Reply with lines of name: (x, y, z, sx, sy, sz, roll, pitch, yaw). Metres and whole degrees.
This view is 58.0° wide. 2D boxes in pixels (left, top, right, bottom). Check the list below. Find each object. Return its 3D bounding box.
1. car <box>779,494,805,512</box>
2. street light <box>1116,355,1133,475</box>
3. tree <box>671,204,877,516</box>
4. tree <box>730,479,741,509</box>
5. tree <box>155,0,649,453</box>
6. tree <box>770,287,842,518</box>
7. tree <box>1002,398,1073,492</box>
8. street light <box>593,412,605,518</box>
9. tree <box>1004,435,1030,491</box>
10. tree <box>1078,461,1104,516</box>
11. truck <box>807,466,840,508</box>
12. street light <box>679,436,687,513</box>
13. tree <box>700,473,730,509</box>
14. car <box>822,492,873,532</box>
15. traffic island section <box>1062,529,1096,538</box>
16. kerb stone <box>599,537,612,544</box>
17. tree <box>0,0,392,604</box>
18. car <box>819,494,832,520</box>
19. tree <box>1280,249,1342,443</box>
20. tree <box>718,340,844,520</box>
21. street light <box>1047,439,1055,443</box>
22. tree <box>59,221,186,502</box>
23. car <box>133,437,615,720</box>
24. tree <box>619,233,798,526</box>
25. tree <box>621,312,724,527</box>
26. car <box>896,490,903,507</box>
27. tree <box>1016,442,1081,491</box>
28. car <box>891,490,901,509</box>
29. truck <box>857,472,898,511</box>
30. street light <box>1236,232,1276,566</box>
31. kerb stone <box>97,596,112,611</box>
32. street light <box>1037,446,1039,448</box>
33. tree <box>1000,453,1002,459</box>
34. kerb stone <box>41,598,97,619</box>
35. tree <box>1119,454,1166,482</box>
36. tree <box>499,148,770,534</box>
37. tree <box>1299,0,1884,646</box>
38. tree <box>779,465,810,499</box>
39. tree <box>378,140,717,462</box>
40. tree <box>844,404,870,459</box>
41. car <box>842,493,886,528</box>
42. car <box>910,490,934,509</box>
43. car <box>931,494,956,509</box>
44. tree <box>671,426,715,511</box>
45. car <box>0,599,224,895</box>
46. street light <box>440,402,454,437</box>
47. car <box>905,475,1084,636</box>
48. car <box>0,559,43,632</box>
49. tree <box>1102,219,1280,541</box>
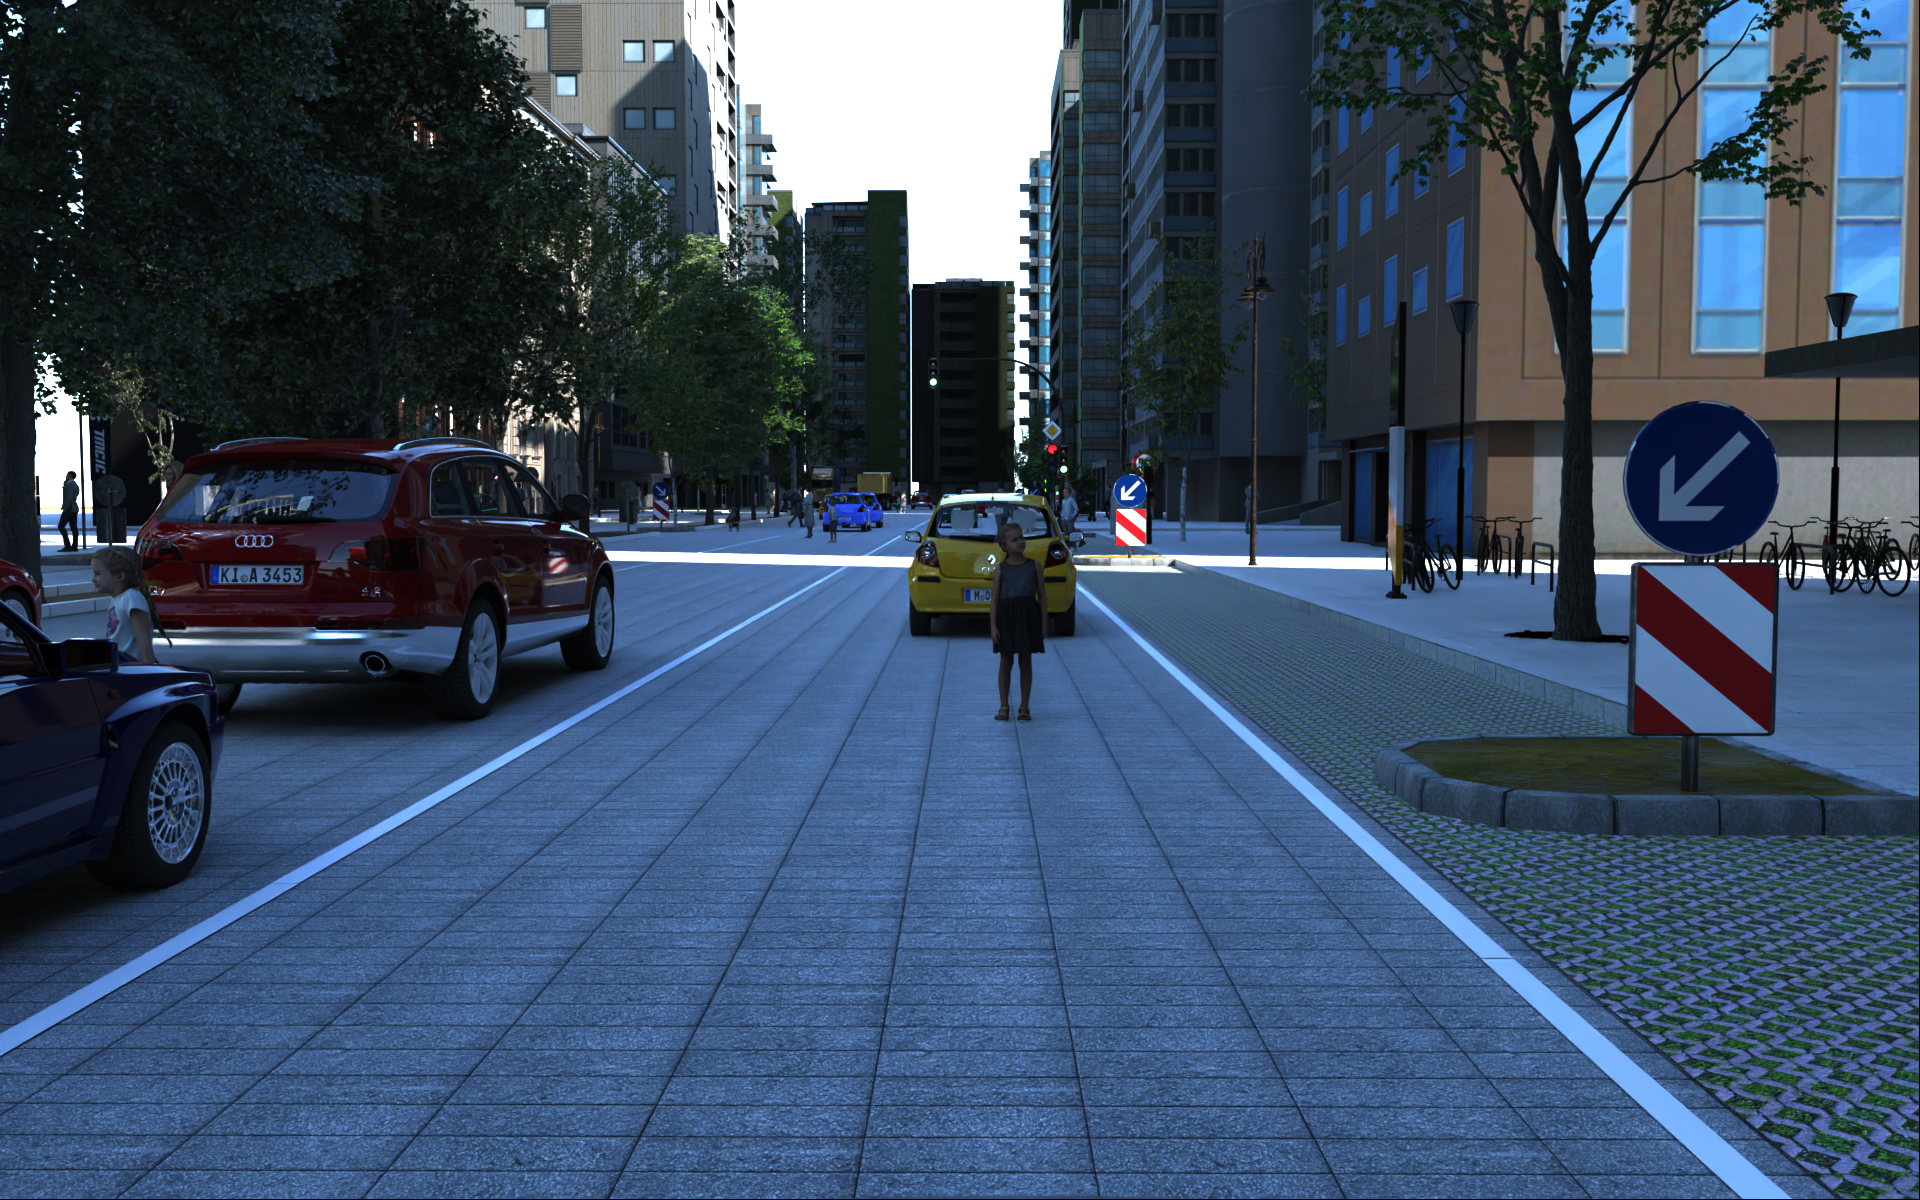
car: (-13.296, -7.660, 137.244, 2.014, 1.417, 4.499, 0, 4, -1)
street light: (5.445, -5.189, 57.626, 0.468, 5.910, 1.993, 0, 4, 0)
tree: (-12.074, -15.602, 113.436, 12.611, 20.169, 13.585, 0, 3, 0)
tree: (-19.724, -9.373, 147.851, 1.663, 3.219, 1.824, 0, 3, 0)
tree: (-11.087, -6.925, 32.692, 9.611, 12.733, 9.660, 0, 3, 0)
tree: (-10.807, -9.532, 84.069, 9.928, 11.665, 9.643, 0, 3, 0)
tree: (6.262, -11.094, 131.750, 4.737, 8.622, 4.395, 0, 3, 0)
street light: (-19.488, -7.382, 93.482, 0.468, 5.910, 1.993, 0, 4, 0)
tree: (7.084, -15.806, 208.789, 4.360, 8.622, 3.978, 0, 3, 0)
tree: (7.421, -6.526, 101.301, 1.663, 3.219, 1.824, 0, 3, 0)
truck: (-13.834, -11.516, 177.193, 2.839, 4.237, 11.283, 0, 4, 0)
street light: (-19.321, -9.022, 120.293, 0.468, 5.910, 1.993, 0, 4, 0)
tree: (-19.550, -8.672, 136.389, 1.663, 3.219, 1.824, 0, 3, 0)
car: (-4.342, -3.507, 66.926, 1.945, 1.707, 3.694, 0, 4, 1)
traffic island section: (3.467, -2.192, 58.120, 2.009, 0.180, 2.903, 0, 4, 0)
kerb stone: (-10.355, -1.722, 50.343, 0.120, 0.150, 1.000, 0, 4, 0)
tree: (-11.554, -6.833, 20.830, 9.857, 13.997, 8.962, 0, 3, 0)
car: (-7.057, -5.395, 98.429, 2.015, 1.641, 3.980, 0, 4, 0)
tree: (11.538, -6.185, 51.482, 4.737, 8.622, 4.395, 0, 3, 0)
tree: (-11.055, -9.556, 93.106, 8.767, 10.594, 7.601, 0, 4, 0)
street light: (5.979, -8.609, 113.541, 0.468, 5.910, 1.993, 0, 4, 0)
tree: (-20.490, -5.719, 43.866, 4.360, 8.622, 3.978, 0, 3, 0)
car: (-3.974, -0.238, 12.561, 2.281, 1.827, 5.304, 0, 4, 2)
tree: (-10.965, -9.455, 75.173, 7.486, 12.596, 7.792, 0, 3, 0)
tree: (-11.230, -7.050, 68.090, 4.737, 8.622, 4.395, 0, 3, 0)
car: (-7.125, -10.559, 181.316, 2.281, 1.827, 5.304, 0, 4, 2)
tree: (5.970, -7.645, 108.715, 4.285, 4.588, 4.351, 0, 3, 0)
car: (-6.780, -9.533, 164.539, 2.281, 1.827, 5.304, 0, 4, 0)
truck: (-7.422, -9.603, 152.926, 3.469, 3.379, 9.791, 0, 4, 1)
street light: (5.246, -3.552, 30.871, 0.468, 5.910, 1.993, 0, 4, 0)
kerb stone: (-10.597, 0.035, 21.624, 0.120, 0.150, 1.000, 0, 4, 0)
street light: (6.236, -10.231, 140.065, 0.468, 5.910, 1.993, 0, 4, 0)
tree: (6.568, -14.223, 182.903, 4.737, 8.622, 4.395, 0, 3, 0)
kerb stone: (-10.610, 0.098, 20.601, 0.120, 0.150, 1.000, 0, 4, 0)
tree: (11.463, -7.587, 107.754, 4.285, 4.588, 4.351, 0, 3, 0)
tree: (-11.150, -7.534, 51.389, 9.928, 11.665, 9.643, 0, 3, 0)
tree: (5.272, -5.458, 14.989, 9.928, 11.665, 9.643, 0, 3, 0)
tree: (-18.613, -12.703, 191.401, 4.285, 4.588, 4.351, 0, 3, 0)
tree: (-10.875, -6.396, 41.446, 8.767, 10.594, 7.601, 0, 4, 0)
tree: (-10.621, -11.488, 124.695, 8.767, 10.594, 7.601, 0, 4, 0)
car: (-4.183, -3.965, 74.426, 1.945, 1.707, 3.694, 0, 4, -1)
car: (-3.600, -9.497, 163.947, 2.281, 1.827, 5.304, 0, 4, -1)
car: (-0.168, -3.851, 74.765, 2.131, 1.459, 4.920, 0, 4, -1)
tree: (-19.523, -10.836, 127.526, 4.360, 8.622, 3.978, 0, 3, 0)
car: (-3.725, 0.454, 5.160, 1.945, 1.354, 3.894, 0, 4, 0)
street light: (-19.620, -5.726, 66.414, 0.468, 5.910, 1.993, 0, 4, 0)
car: (0.370, -0.533, 18.944, 2.015, 1.641, 3.980, 0, 4, 2)
car: (-8.391, -0.206, 12.401, 2.155, 1.783, 4.494, 0, 4, 0)
tree: (6.023, -5.915, 47.079, 4.737, 8.622, 4.395, 0, 3, 0)
